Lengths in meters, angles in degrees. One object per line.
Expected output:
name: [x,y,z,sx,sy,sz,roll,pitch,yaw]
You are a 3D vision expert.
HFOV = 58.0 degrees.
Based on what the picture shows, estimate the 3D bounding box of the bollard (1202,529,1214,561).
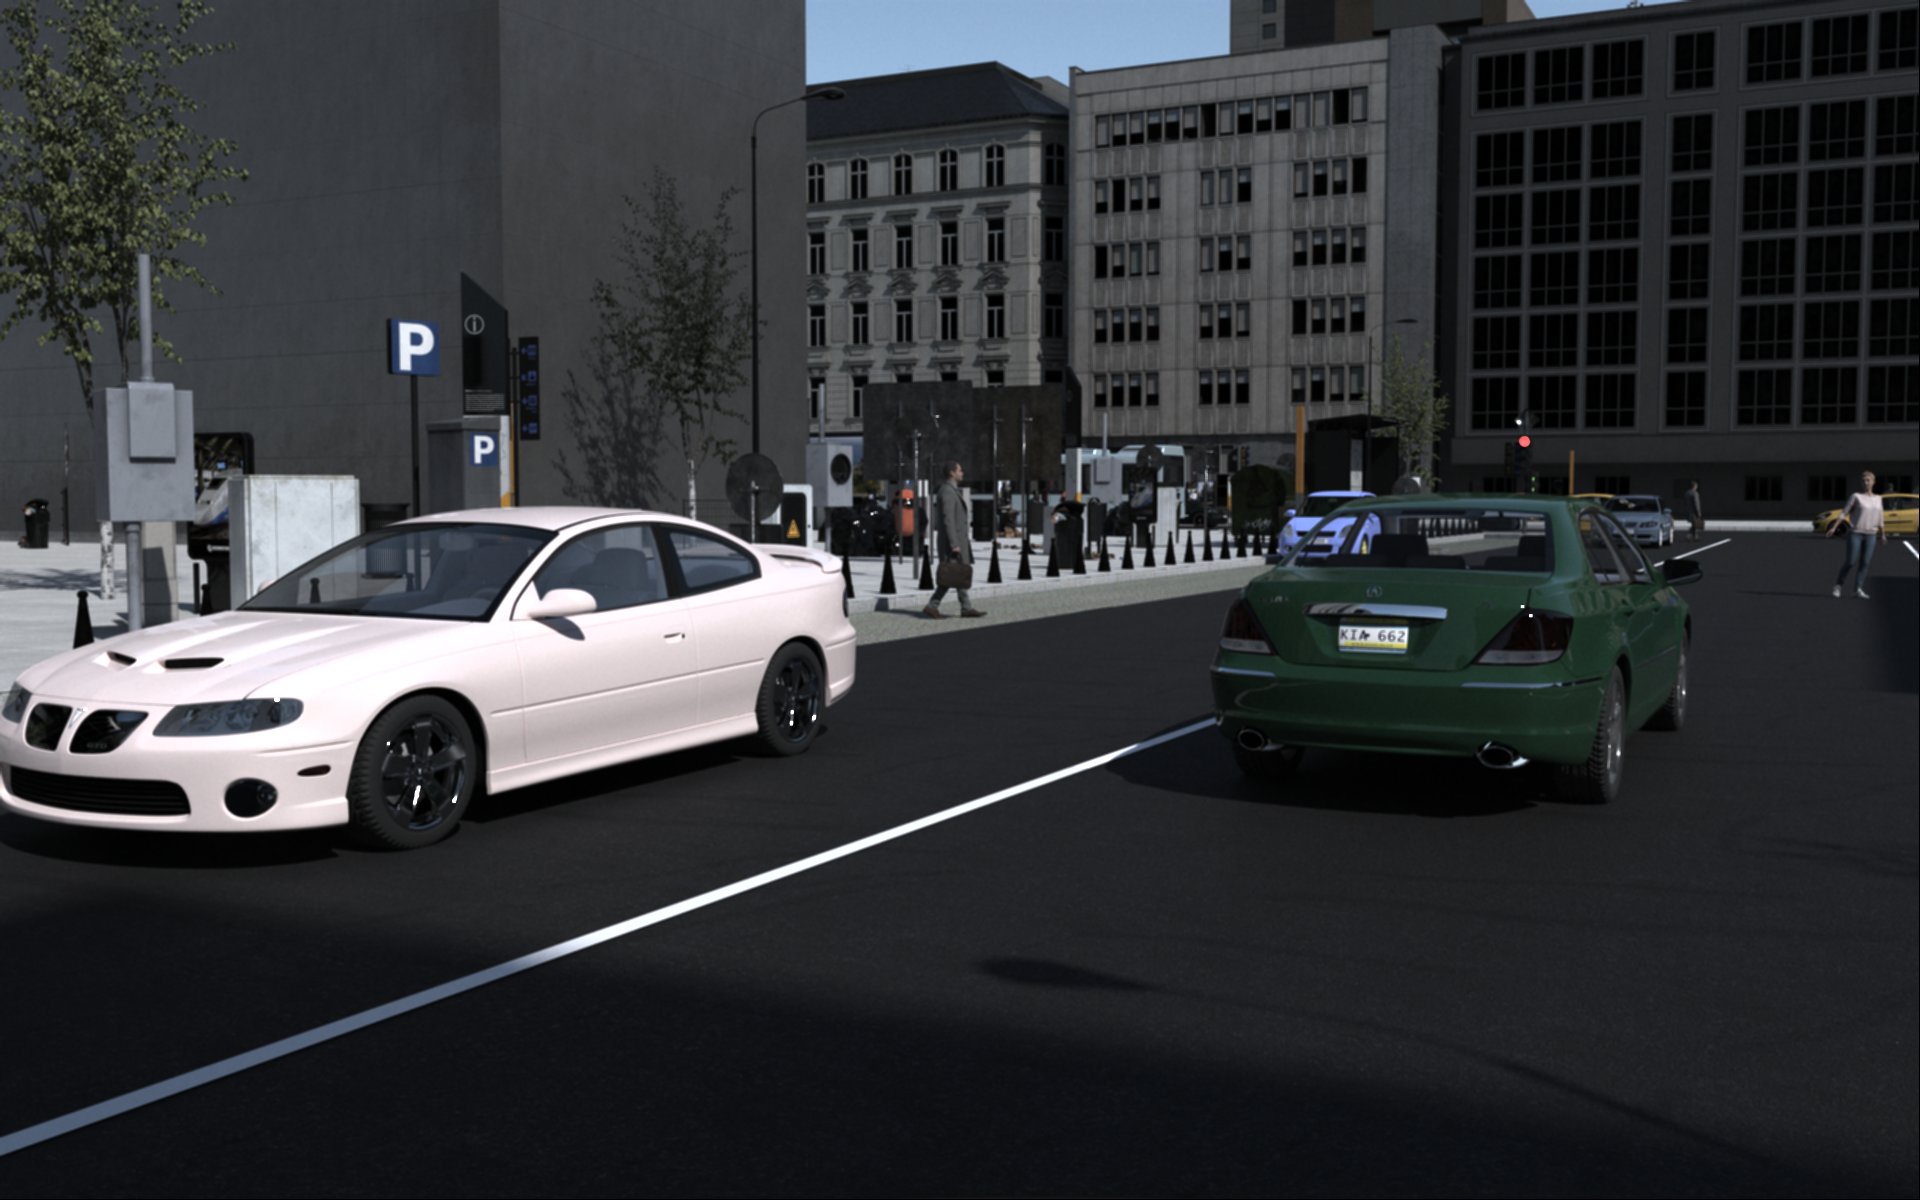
bollard: [4.768,-1.055,33.290,0.229,0.601,0.229,0,3,0]

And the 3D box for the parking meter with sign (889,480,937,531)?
parking meter with sign: [-1.514,-3.948,60.814,1.738,3.016,0.543,0,4,4]

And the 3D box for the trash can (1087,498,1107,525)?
trash can: [4.579,-2.806,57.525,0.748,1.137,0.748,0,3,0]

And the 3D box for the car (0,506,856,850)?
car: [-2.308,0.224,8.692,2.083,1.381,4.827,2,4,27]

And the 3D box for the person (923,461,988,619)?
person: [-0.053,-0.686,19.811,0.767,1.812,0.694,0,4,-5]

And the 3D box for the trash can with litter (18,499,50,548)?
trash can with litter: [-21.976,-1.807,40.937,1.055,1.170,0.624,3,4,38]

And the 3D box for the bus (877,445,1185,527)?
bus: [2.257,-4.522,68.799,13.247,3.499,2.948,2,4,28]

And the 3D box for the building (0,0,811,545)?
building: [-20.116,-14.190,51.080,30.058,24.678,14.314,2,4,27]

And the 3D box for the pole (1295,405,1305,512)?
pole: [7.844,-2.823,39.994,0.158,3.312,0.155,0,3,0]

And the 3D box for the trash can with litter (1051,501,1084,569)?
trash can with litter: [1.785,-1.131,29.874,0.624,1.170,1.055,0,4,-8]

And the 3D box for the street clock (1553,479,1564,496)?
street clock: [29.028,-4.863,84.079,0.471,2.002,0.358,0,4,-2]

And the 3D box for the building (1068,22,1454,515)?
building: [17.618,-17.068,97.088,19.932,24.808,12.078,2,4,27]

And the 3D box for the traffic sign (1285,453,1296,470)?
traffic sign: [10.125,-3.274,53.633,0.768,2.556,0.104,2,4,34]

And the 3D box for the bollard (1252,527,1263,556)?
bollard: [6.189,-1.222,36.027,0.229,0.601,0.229,0,3,0]

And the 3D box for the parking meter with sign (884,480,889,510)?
parking meter with sign: [-6.058,-9.051,144.249,1.738,3.016,0.543,-3,5,-42]

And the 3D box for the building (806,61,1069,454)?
building: [-9.491,-20.660,114.206,44.131,29.872,17.030,2,4,27]

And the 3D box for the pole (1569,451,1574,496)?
pole: [28.636,-5.339,81.133,0.158,3.312,0.155,0,3,0]

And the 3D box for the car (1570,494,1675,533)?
car: [21.631,-2.898,57.600,3.980,1.641,2.015,2,4,29]

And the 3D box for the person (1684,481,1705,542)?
person: [22.059,-2.655,52.017,0.767,1.812,0.694,-1,4,-12]

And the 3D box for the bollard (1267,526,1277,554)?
bollard: [6.662,-1.278,36.939,0.229,0.601,0.229,0,3,0]

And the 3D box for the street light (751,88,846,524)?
street light: [-1.939,-2.915,20.209,1.470,5.913,1.316,2,4,27]

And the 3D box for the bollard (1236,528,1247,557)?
bollard: [5.713,-1.167,35.117,0.229,0.601,0.229,0,3,0]

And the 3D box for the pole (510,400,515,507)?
pole: [-9.773,-2.680,37.667,0.158,3.312,0.155,0,3,0]

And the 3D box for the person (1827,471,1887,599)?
person: [12.287,-0.900,23.882,0.731,1.740,0.598,-1,4,-10]

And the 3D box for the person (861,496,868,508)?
person: [-3.928,-3.685,72.651,0.340,1.345,0.435,2,4,27]

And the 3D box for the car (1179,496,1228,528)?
car: [9.350,-3.935,74.125,4.222,1.686,2.009,2,4,26]

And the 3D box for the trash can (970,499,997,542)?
trash can: [0.635,-2.147,46.751,0.748,1.137,0.748,0,3,0]

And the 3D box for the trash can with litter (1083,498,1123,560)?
trash can with litter: [2.398,-1.410,34.114,1.678,1.210,2.233,2,4,27]

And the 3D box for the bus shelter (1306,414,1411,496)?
bus shelter: [12.424,-3.827,53.852,1.731,3.624,6.357,2,4,27]

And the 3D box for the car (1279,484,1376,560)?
car: [7.782,-1.601,35.761,1.945,1.707,3.694,2,4,26]

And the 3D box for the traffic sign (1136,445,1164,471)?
traffic sign: [4.886,-2.729,44.721,0.768,2.556,0.104,2,4,28]

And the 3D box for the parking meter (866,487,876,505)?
parking meter: [-3.294,-3.424,64.396,0.372,1.533,0.369,0,3,0]

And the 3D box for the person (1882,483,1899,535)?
person: [32.588,-3.181,60.630,0.434,1.807,0.598,-3,5,-39]

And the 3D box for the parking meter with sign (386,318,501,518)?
parking meter with sign: [-4.857,-1.263,16.918,1.738,3.016,0.543,3,5,41]

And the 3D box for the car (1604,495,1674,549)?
car: [18.386,-2.158,47.278,2.014,1.417,4.499,2,4,28]

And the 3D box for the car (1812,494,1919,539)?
car: [29.653,-2.784,55.735,3.980,1.641,2.015,2,4,29]

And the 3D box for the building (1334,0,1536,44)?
building: [41.595,-30.656,151.338,14.600,45.320,14.200,2,4,27]

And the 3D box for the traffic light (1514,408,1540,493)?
traffic light: [18.382,-4.118,56.247,0.839,4.253,0.868,2,4,27]

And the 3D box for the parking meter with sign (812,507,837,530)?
parking meter with sign: [-4.903,-3.996,61.600,1.738,3.016,0.543,-3,4,-38]

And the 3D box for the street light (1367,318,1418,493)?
street light: [11.435,-4.500,46.109,1.470,5.913,1.316,2,4,27]

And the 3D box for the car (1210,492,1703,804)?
car: [2.927,0.130,9.674,2.131,1.459,4.920,2,4,28]

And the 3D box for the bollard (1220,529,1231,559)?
bollard: [5.239,-1.111,34.202,0.229,0.601,0.229,0,3,0]

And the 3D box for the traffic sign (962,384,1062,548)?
traffic sign: [0.930,-2.379,32.775,2.265,3.308,0.079,2,4,35]

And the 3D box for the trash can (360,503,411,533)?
trash can: [-8.738,-0.900,26.374,0.748,1.137,0.748,0,3,0]

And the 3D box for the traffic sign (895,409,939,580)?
traffic sign: [-0.662,-1.581,25.950,0.768,2.556,0.104,2,4,31]

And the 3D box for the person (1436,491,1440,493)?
person: [19.680,-3.728,71.665,0.590,1.554,0.614,0,4,-3]

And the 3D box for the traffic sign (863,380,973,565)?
traffic sign: [-0.798,-2.300,31.471,2.265,3.308,0.079,2,4,28]

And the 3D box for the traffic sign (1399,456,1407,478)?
traffic sign: [14.437,-3.512,57.527,0.768,2.556,0.104,2,4,32]

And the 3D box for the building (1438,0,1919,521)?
building: [37.759,-18.019,88.122,24.014,27.812,14.314,2,4,27]

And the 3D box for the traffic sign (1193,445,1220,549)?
traffic sign: [5.118,-2.075,36.057,0.606,2.300,0.079,2,4,32]

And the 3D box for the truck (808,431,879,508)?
truck: [-8.000,-5.623,80.846,11.283,4.237,2.839,2,4,28]

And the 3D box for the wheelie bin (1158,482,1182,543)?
wheelie bin: [5.338,-2.278,45.150,0.980,1.594,0.693,2,4,35]

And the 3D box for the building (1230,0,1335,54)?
building: [43.248,-46.247,194.397,20.611,71.187,20.563,2,4,27]
